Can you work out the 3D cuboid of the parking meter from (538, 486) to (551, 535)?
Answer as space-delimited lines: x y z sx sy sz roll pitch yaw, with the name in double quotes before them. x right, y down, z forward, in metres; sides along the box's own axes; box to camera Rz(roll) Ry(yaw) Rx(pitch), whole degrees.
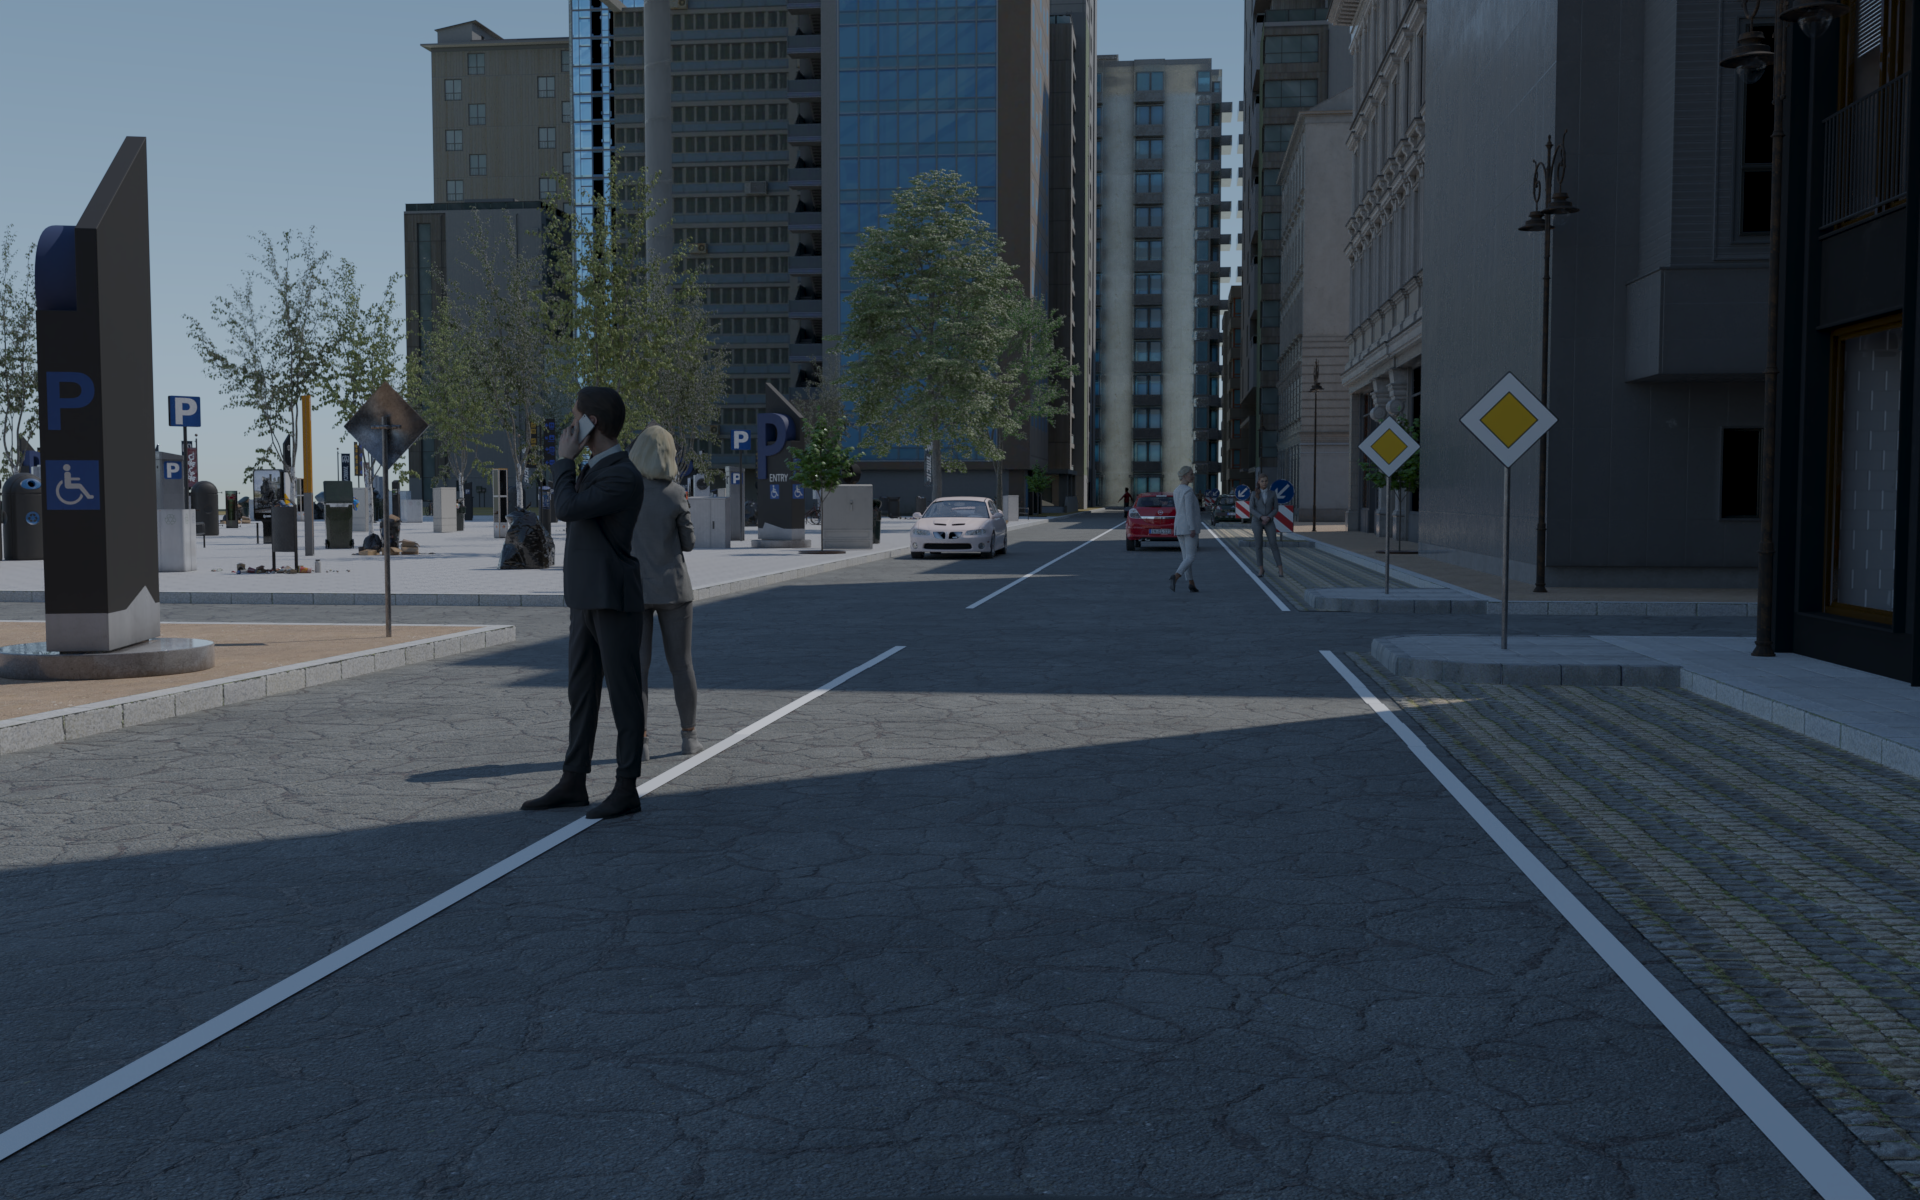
"parking meter" -12.891 -2.774 53.768 0.372 1.533 0.369 0 3 0

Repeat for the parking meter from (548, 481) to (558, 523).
"parking meter" -18.118 -4.371 77.174 0.399 1.863 0.255 1 4 10

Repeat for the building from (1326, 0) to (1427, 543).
"building" 17.628 -12.650 57.745 10.553 20.767 40.483 0 4 7

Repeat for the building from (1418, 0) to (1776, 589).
"building" 23.468 -12.688 26.519 30.058 24.678 14.314 0 4 7

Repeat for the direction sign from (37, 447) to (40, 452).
"direction sign" -44.240 -5.630 84.040 0.876 3.537 0.379 -2 4 -25

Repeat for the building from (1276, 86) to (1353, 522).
"building" 21.248 -14.543 86.923 9.793 20.994 18.267 0 4 7

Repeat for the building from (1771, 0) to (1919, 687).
"building" 11.740 -10.718 4.916 12.332 23.373 15.834 0 4 7

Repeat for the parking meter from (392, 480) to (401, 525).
"parking meter" -23.255 -4.020 71.434 0.255 1.863 0.399 0 4 -2

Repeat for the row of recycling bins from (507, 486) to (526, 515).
"row of recycling bins" -22.505 -4.877 86.859 1.069 1.692 3.534 -2 4 -23

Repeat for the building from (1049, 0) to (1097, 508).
"building" 2.226 -44.380 163.868 20.611 71.187 20.563 0 4 7

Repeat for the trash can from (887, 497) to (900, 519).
"trash can" -3.482 -4.859 91.094 0.748 1.137 0.748 0 3 0

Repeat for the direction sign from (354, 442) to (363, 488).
"direction sign" -26.112 -5.090 75.225 0.379 3.537 0.876 0 4 2

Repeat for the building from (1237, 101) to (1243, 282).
"building" 45.297 -34.748 187.744 30.456 49.044 23.786 0 4 7

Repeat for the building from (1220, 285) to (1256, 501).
"building" 37.909 -19.034 156.240 27.650 21.520 28.899 0 4 7

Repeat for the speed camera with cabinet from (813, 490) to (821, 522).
"speed camera with cabinet" -5.838 -5.307 81.112 2.038 3.252 0.660 -1 4 -19

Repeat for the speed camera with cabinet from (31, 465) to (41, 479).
"speed camera with cabinet" -28.638 -3.749 55.634 2.038 3.252 0.660 -2 4 -34

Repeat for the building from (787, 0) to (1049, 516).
"building" -1.993 -27.845 105.383 14.600 45.320 14.200 0 4 7

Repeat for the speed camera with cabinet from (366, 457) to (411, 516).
"speed camera with cabinet" -27.952 -5.528 84.715 2.038 3.252 0.660 0 4 2

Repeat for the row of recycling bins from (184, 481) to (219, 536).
"row of recycling bins" -24.593 -2.817 53.179 3.534 1.692 1.069 0 4 -5

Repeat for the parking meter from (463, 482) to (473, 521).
"parking meter" -23.810 -4.776 83.794 0.399 1.863 0.255 0 4 -4

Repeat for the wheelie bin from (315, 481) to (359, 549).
"wheelie bin" -14.643 -2.006 40.712 0.980 1.594 0.693 -2 4 -23

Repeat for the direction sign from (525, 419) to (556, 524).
"direction sign" -12.588 -3.673 52.048 0.876 3.537 0.379 0 4 -7

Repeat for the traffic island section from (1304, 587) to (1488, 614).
"traffic island section" 5.506 0.001 22.260 2.009 0.180 2.903 0 4 7

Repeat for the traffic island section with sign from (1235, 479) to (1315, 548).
"traffic island section with sign" 8.606 -2.357 47.159 1.989 1.847 2.006 0 4 7

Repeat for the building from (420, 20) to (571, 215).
"building" -42.945 -37.425 201.129 27.495 52.752 28.713 0 4 7

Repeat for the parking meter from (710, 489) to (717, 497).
"parking meter" -12.705 -4.948 89.314 0.372 1.533 0.369 0 3 0

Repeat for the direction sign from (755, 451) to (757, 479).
"direction sign" -10.373 -5.984 89.842 0.379 3.537 0.876 -3 4 -36

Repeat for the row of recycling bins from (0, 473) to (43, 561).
"row of recycling bins" -17.819 -1.638 33.899 1.069 1.692 3.534 3 5 45

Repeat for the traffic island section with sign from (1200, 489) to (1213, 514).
"traffic island section with sign" 18.056 -7.010 123.241 1.989 1.847 2.006 0 4 7

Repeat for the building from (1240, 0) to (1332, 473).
"building" 34.734 -32.879 126.805 28.713 52.752 27.495 0 4 7

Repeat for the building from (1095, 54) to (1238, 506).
"building" 14.471 -35.005 191.933 30.456 49.044 23.786 0 4 7

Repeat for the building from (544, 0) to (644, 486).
"building" -23.796 -52.149 165.302 31.000 86.520 22.319 0 4 7

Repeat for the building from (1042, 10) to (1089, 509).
"building" 3.243 -28.127 143.475 14.154 41.232 14.086 0 4 7

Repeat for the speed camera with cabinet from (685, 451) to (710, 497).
"speed camera with cabinet" -12.485 -5.182 79.060 2.038 3.252 0.660 -1 4 -16

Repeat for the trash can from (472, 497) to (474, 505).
"trash can" -25.226 -4.706 88.600 0.748 1.137 0.748 0 3 0

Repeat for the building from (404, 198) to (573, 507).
"building" -45.877 -24.564 173.322 14.107 30.474 14.160 0 4 7

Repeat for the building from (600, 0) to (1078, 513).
"building" -7.836 -26.535 125.727 32.217 40.220 23.993 0 4 7

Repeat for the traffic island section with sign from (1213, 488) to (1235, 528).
"traffic island section with sign" 11.991 -4.019 74.340 1.989 1.847 2.006 0 4 7

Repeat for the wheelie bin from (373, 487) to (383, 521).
"wheelie bin" -27.913 -4.544 82.200 0.693 1.594 0.980 0 4 7

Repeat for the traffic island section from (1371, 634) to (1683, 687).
"traffic island section" 4.522 0.486 14.336 2.009 0.180 2.903 0 4 7

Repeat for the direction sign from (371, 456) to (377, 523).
"direction sign" -25.903 -5.156 76.297 0.379 3.537 0.876 -1 4 -21

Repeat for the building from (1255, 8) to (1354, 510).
"building" 25.354 -20.486 106.651 14.160 30.474 14.107 0 4 7

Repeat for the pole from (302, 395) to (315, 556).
"pole" -13.503 -2.570 35.869 0.158 3.312 0.155 0 3 0

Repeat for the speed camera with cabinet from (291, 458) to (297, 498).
"speed camera with cabinet" -36.118 -5.994 92.346 0.660 3.252 2.038 2 4 31
